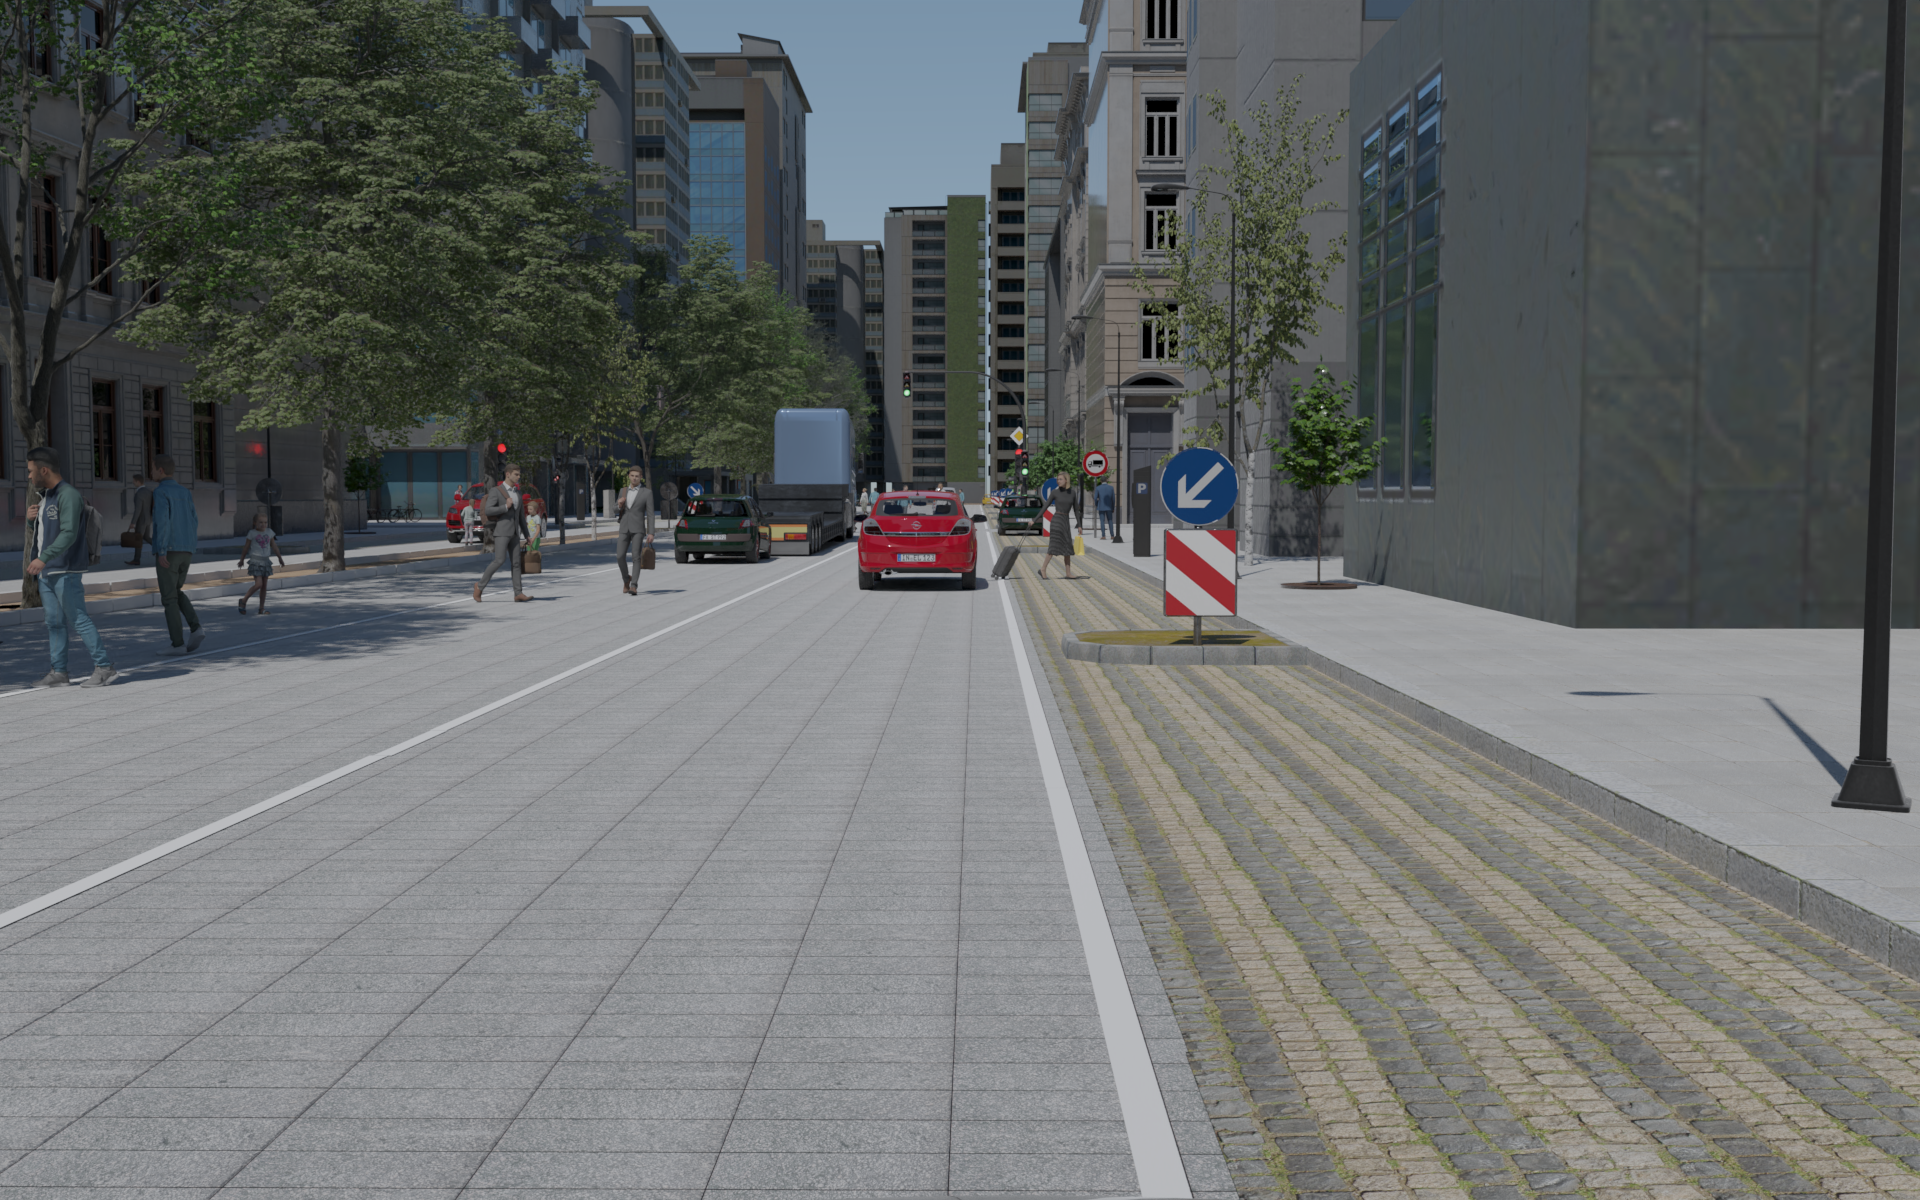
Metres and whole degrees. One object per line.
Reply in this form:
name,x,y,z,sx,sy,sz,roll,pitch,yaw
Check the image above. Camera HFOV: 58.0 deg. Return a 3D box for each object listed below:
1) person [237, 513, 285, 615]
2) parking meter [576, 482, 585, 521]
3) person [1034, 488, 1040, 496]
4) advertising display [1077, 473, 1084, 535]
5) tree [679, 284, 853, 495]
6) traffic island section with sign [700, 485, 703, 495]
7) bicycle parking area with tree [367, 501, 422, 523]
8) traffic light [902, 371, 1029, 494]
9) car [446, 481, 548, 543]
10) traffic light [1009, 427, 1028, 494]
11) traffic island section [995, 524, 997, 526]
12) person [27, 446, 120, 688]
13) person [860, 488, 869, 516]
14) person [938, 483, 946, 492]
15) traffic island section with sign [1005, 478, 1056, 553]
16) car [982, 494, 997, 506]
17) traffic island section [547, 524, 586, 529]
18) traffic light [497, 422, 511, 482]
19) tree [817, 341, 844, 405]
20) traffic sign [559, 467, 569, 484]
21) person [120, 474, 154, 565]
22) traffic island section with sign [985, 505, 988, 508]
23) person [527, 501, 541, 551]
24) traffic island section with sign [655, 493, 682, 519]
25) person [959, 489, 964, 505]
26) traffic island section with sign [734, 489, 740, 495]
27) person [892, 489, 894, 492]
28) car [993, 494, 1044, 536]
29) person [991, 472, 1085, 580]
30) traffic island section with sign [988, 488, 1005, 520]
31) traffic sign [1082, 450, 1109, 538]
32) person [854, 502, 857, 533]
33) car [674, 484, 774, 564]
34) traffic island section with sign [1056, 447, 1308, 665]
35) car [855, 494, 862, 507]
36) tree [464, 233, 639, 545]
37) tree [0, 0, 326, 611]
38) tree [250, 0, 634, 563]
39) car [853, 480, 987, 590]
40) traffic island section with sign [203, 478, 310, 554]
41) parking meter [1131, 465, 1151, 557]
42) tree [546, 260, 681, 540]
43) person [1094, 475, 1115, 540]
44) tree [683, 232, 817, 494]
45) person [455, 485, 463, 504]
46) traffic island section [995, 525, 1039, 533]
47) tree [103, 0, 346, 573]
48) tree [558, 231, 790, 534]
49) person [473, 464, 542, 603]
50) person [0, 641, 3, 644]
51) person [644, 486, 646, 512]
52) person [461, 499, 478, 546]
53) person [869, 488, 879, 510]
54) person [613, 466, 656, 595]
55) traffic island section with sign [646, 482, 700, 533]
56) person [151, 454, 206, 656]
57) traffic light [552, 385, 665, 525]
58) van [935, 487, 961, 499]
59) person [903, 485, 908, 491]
person,-8.339,-0.438,20.668,0.382,1.210,0.505,3,4,38
parking meter,-18.416,-4.797,84.144,0.399,1.863,0.255,-2,4,-27
person,6.135,-8.166,139.909,0.721,1.781,0.623,-1,4,-14
advertising display,3.805,-3.027,54.706,0.123,1.923,0.974,0,4,-2
tree,-10.515,-9.531,84.041,9.928,11.665,9.643,0,3,0
traffic island section with sign,-10.886,-3.906,72.001,2.006,1.907,1.989,0,4,1
bicycle parking area with tree,-29.358,-5.508,77.060,8.231,4.147,9.016,3,4,39
traffic light,0.270,-5.463,63.988,4.771,5.953,1.251,0,4,1
car,-13.923,-2.667,52.278,2.281,1.827,5.304,0,3,0
traffic light,2.442,-5.087,72.093,0.839,4.253,0.868,0,4,1
traffic island section,2.482,-3.054,72.207,2.009,0.180,2.903,0,4,1
person,-6.671,-0.245,12.846,0.623,1.781,0.721,2,4,34
person,-5.982,-6.148,109.249,0.641,1.798,0.478,-2,4,-33
person,-0.668,-3.212,61.120,0.850,1.850,0.679,-2,4,-34
traffic island section with sign,2.189,-2.067,42.422,1.989,1.847,2.006,0,4,1
car,3.660,-12.462,213.983,2.015,1.641,3.980,0,4,3
traffic island section,-16.858,-3.066,72.404,2.009,0.180,2.903,0,4,1
traffic light,-16.898,-4.609,64.285,0.839,4.253,0.868,0,4,1
tree,-10.556,-10.533,92.804,7.486,12.596,7.792,0,3,0
traffic sign,-18.463,-4.892,80.088,0.768,2.556,0.104,1,4,9
person,-16.288,-1.598,34.600,0.822,1.834,0.622,-1,4,-10
traffic island section with sign,3.003,-7.059,124.039,1.989,1.847,2.006,0,4,1
person,-7.664,-1.128,31.198,0.306,1.304,0.590,1,4,10
traffic island section with sign,-16.285,-5.458,97.868,1.989,1.847,2.006,0,4,1
person,0.209,-7.466,130.595,0.620,1.820,0.660,-2,4,-27
traffic island section with sign,-16.000,-7.143,125.419,1.989,1.847,2.006,0,4,1
person,-4.859,-7.277,127.681,0.583,1.804,0.606,0,4,-1
car,2.174,-3.090,60.312,2.009,1.686,4.222,0,4,0
person,1.334,-1.233,28.885,1.509,1.804,0.699,1,4,20
traffic island section with sign,2.734,-5.410,97.085,1.989,1.847,2.006,0,4,1
traffic sign,3.953,-3.082,50.489,0.768,2.556,0.104,1,4,10
person,-4.022,-3.402,64.154,0.654,1.822,0.581,-3,4,-36
car,-5.028,-1.667,37.047,2.009,1.686,4.222,0,4,-1
traffic island section with sign,1.916,-0.411,15.346,1.989,1.847,2.006,0,4,1
car,-11.962,-11.304,194.610,2.009,1.686,4.222,0,4,2
tree,-10.884,-5.781,47.342,4.360,8.622,3.978,0,3,0
tree,-11.418,-5.685,21.170,9.928,11.665,9.643,0,3,0
tree,-11.199,-7.370,41.087,7.486,12.596,7.792,0,3,0
car,-0.638,-1.122,27.393,2.155,1.783,4.494,0,3,0
traffic island section with sign,-16.838,-2.025,41.733,1.989,1.847,2.006,0,4,1
parking meter,3.693,-1.810,35.312,0.399,1.863,0.255,0,4,7
tree,-11.256,-6.126,52.986,4.737,8.622,4.395,0,3,0
person,4.095,-2.591,48.596,0.721,1.800,0.419,-1,4,-13
tree,-10.594,-9.449,75.076,7.486,12.596,7.792,0,3,0
person,-23.243,-4.489,80.269,0.643,1.720,0.563,1,4,21
traffic island section,2.402,-2.565,64.222,2.009,0.180,2.903,0,4,1
tree,-11.440,-6.777,31.393,7.486,12.596,7.792,0,3,0
tree,-10.646,-7.519,59.802,8.767,10.594,7.601,0,4,1
person,-6.004,-0.884,22.917,0.822,1.834,0.622,1,4,20
person,-9.429,-0.456,16.310,0.624,1.780,0.694,-1,4,-10
person,-22.055,-7.032,120.995,0.573,1.828,0.580,0,4,-4
person,-13.374,-2.105,47.192,0.425,1.301,0.394,-2,4,-24
person,-5.187,-5.872,104.525,0.660,1.820,0.620,0,4,6
person,-4.636,-0.990,24.652,0.622,1.834,0.822,0,4,-1
traffic island section with sign,-10.970,-3.453,64.594,2.006,1.907,1.989,0,4,1
person,-6.972,-0.401,15.402,0.444,1.785,0.601,1,4,17
traffic light,-14.726,-5.970,72.284,4.771,5.953,1.251,0,4,1
van,-0.952,-6.405,111.734,2.013,2.044,4.112,0,4,-1
person,-2.428,-4.220,77.358,0.638,1.841,0.748,2,4,24
